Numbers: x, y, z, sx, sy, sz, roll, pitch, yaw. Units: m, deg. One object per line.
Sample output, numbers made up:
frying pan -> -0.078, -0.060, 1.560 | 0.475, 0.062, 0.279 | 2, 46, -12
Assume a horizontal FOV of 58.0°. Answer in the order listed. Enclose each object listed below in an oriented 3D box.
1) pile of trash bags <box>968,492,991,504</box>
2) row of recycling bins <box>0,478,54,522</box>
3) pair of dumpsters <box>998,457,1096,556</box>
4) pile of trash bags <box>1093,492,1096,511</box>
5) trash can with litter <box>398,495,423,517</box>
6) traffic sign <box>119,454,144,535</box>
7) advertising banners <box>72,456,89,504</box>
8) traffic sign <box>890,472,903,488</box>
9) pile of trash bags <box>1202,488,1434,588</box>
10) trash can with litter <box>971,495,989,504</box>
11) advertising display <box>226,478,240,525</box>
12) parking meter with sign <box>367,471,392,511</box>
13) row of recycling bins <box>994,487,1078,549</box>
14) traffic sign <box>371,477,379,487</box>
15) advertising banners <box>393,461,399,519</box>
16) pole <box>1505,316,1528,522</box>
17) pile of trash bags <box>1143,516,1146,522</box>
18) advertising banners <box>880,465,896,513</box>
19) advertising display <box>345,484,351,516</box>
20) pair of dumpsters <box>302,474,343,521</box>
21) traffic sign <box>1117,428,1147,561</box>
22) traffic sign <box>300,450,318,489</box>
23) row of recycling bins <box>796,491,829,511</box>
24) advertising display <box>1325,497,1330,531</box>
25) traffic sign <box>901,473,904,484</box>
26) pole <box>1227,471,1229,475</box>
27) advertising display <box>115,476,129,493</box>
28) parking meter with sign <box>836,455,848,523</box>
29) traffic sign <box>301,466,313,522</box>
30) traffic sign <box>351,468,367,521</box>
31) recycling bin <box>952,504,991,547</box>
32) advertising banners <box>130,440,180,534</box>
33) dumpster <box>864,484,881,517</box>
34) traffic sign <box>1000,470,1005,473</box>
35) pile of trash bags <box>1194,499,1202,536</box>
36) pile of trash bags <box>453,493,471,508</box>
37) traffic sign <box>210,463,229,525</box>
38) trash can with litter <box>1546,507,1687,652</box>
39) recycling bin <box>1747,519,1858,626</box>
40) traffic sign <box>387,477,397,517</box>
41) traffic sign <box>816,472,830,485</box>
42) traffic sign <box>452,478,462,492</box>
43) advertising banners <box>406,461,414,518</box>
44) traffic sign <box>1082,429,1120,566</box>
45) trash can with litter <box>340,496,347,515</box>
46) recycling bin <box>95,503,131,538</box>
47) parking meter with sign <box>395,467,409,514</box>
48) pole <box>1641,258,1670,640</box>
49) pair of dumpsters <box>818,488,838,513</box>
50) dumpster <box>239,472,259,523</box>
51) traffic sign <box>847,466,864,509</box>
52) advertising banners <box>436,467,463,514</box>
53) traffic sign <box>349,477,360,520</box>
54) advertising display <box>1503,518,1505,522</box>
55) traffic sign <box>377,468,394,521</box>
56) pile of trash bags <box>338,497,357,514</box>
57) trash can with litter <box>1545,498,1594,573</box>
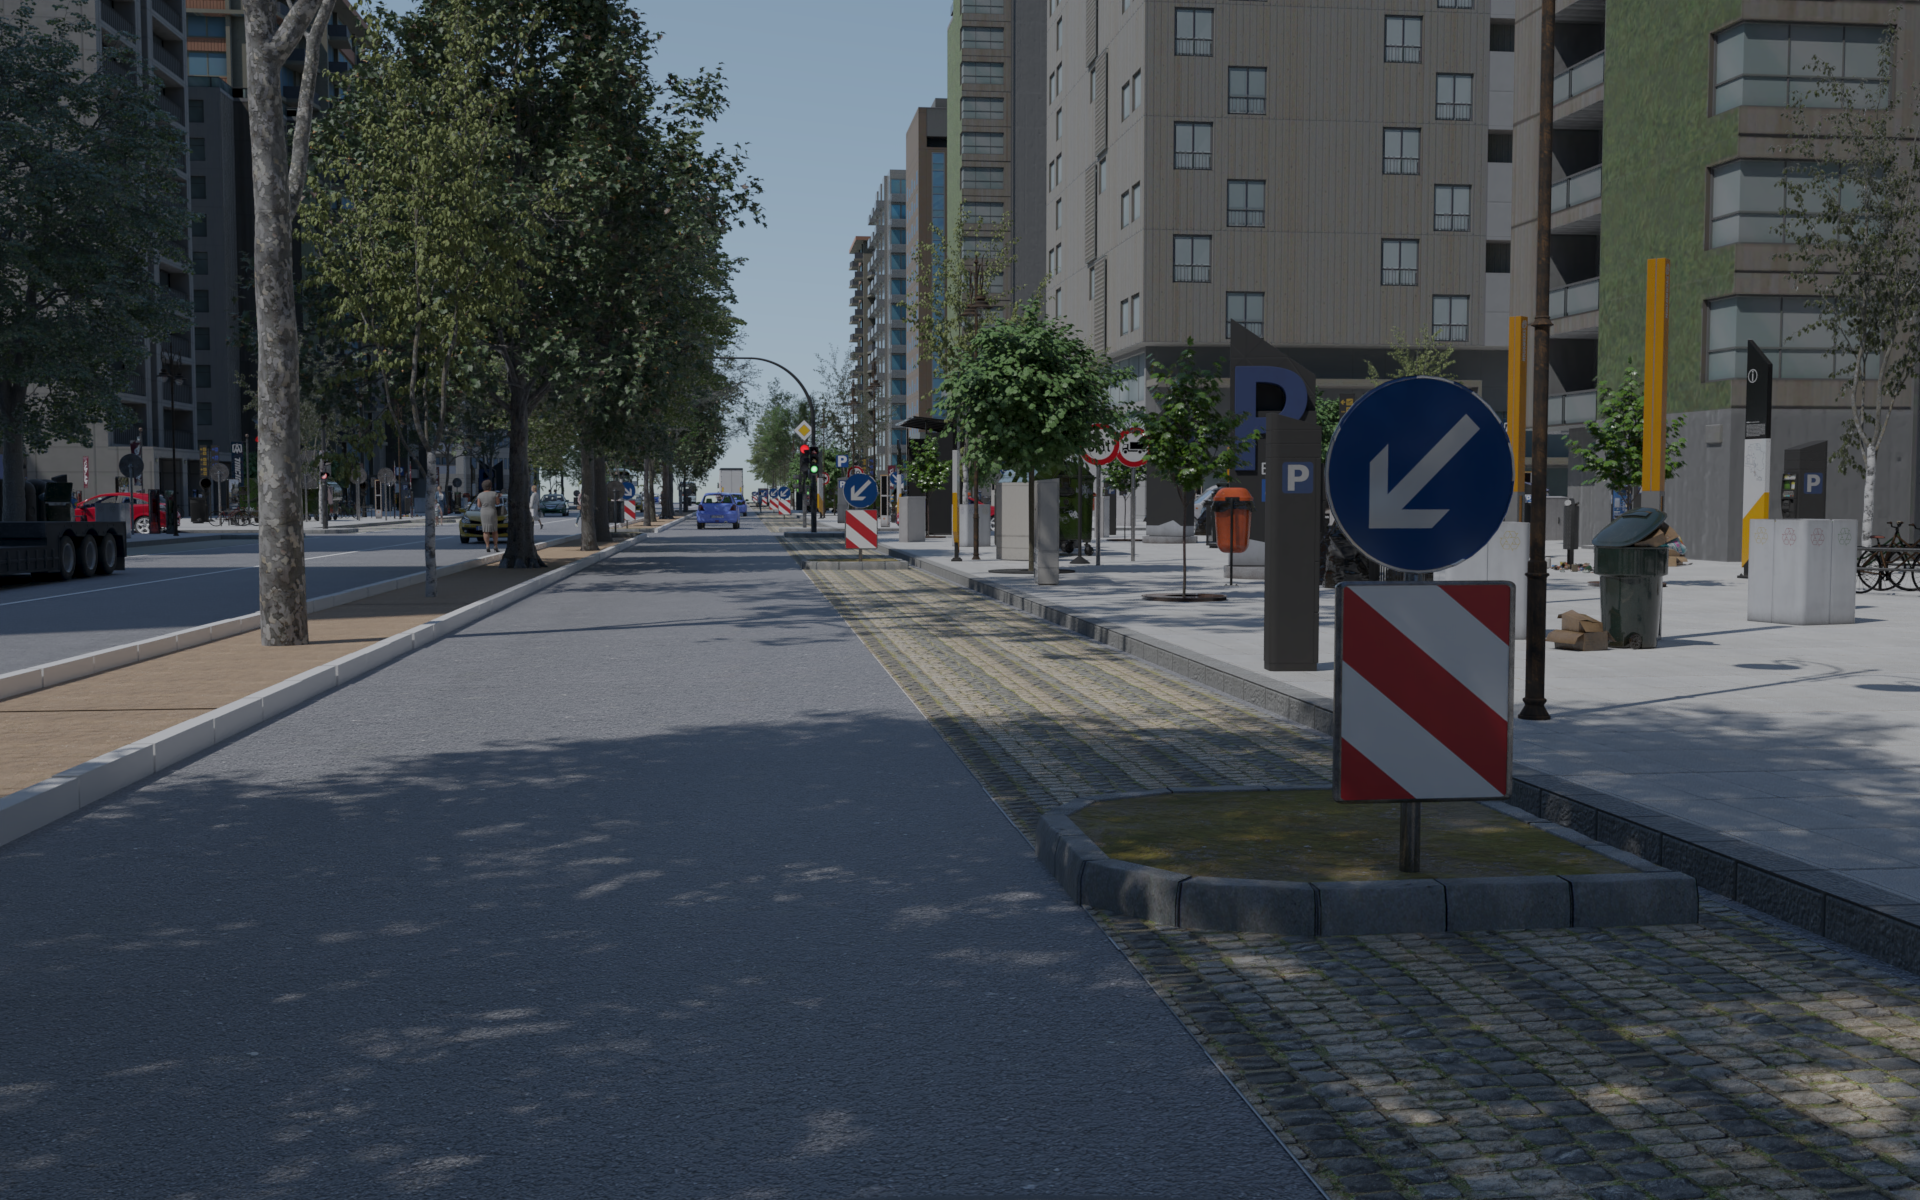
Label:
pile of trash bags -> 1.203, -5.081, 92.821 | 1.912, 1.369, 3.447 | -3, 4, -38
row of recycling bins -> -25.288, -2.430, 46.840 | 1.069, 1.692, 3.534 | 0, 4, -4
pair of dumpsters -> 1.880, -2.153, 37.703 | 1.574, 2.255, 4.437 | 0, 4, -7
pile of trash bags -> 5.699, -4.616, 85.220 | 1.912, 1.369, 3.447 | 3, 4, 36
trash can with litter -> -30.733, -5.272, 97.249 | 1.678, 1.210, 2.233 | 1, 4, 9
traffic sign -> -26.052, -3.325, 54.476 | 0.768, 2.556, 0.104 | 0, 4, -4
advertising banners -> -40.710, -5.126, 79.990 | 2.074, 3.025, 0.090 | 3, 4, 38
traffic sign -> -3.617, -6.018, 98.497 | 0.768, 2.556, 0.104 | 0, 4, 1
pile of trash bags -> 5.224, -0.881, 24.151 | 3.447, 1.369, 1.912 | 1, 4, 13
trash can with litter -> 1.146, -5.423, 99.722 | 2.233, 1.210, 1.678 | 2, 4, 28
advertising display -> -29.967, -4.048, 71.400 | 0.123, 1.923, 0.974 | 0, 4, 2
parking meter with sign -> -42.909, -8.059, 128.028 | 1.738, 3.016, 0.543 | -1, 4, -16
row of recycling bins -> 1.817, -2.149, 42.244 | 1.069, 1.692, 3.534 | -2, 4, -24
traffic sign -> -35.644, -6.335, 105.712 | 0.606, 2.300, 0.079 | 0, 4, 1
advertising banners -> -29.480, -5.755, 90.288 | 0.090, 3.025, 2.074 | -1, 4, -16
pole -> 6.415, -1.599, 19.990 | 0.158, 3.312, 0.155 | 0, 3, 0
pile of trash bags -> 9.814, -4.250, 79.237 | 1.912, 1.369, 3.447 | -1, 4, -21
advertising banners -> -4.859, -6.622, 104.455 | 2.074, 3.025, 0.090 | -1, 4, -12
advertising display -> -35.889, -5.893, 101.567 | 0.123, 1.923, 0.974 | -1, 4, -10
pair of dumpsters -> -30.962, -4.941, 83.275 | 1.574, 2.255, 4.437 | 0, 4, -7
traffic sign -> 3.302, -2.011, 32.990 | 0.768, 2.556, 0.104 | 0, 4, -2
traffic sign -> -31.020, -5.303, 80.584 | 2.265, 3.308, 0.079 | 0, 4, 0
row of recycling bins -> -11.547, -7.846, 135.389 | 3.534, 1.692, 1.069 | 3, 5, 43
advertising display -> 8.953, -2.309, 42.968 | 0.974, 1.923, 0.123 | 0, 4, -7
traffic sign -> -3.651, -6.224, 101.876 | 0.768, 2.556, 0.104 | 0, 4, -3
pole -> 11.712, -4.983, 75.319 | 0.158, 3.312, 0.155 | 0, 3, 0
advertising display -> -30.649, -3.558, 63.391 | 0.123, 1.923, 0.974 | 0, 4, -5
parking meter with sign -> -5.211, -4.909, 76.524 | 0.543, 3.016, 1.738 | 0, 4, -3
traffic sign -> -29.711, -4.806, 78.681 | 0.768, 2.556, 0.104 | 0, 4, -1
traffic sign -> -28.767, -5.062, 82.864 | 0.768, 2.556, 0.104 | 0, 4, -2
recycling bin -> 0.276, -1.820, 42.316 | 0.722, 1.027, 0.722 | -2, 4, -30
advertising banners -> -25.930, -3.642, 55.732 | 2.074, 3.025, 0.090 | 2, 4, 24
dumpster -> -5.040, -5.670, 95.202 | 1.502, 2.255, 1.985 | 0, 4, -7
traffic sign -> 1.642, -3.438, 56.317 | 0.768, 2.556, 0.104 | 0, 4, -4
pile of trash bags -> 8.589, -2.751, 54.734 | 1.912, 1.369, 3.447 | 1, 4, 22
pile of trash bags -> -38.814, -7.464, 131.796 | 1.912, 1.369, 3.447 | 3, 5, 42
traffic sign -> -30.614, -4.373, 71.608 | 0.768, 2.556, 0.104 | 0, 4, -6
trash can with litter -> 5.416, -0.180, 14.325 | 1.055, 1.170, 0.624 | -2, 4, -28
recycling bin -> 8.403, -0.290, 17.288 | 0.722, 1.027, 0.722 | -1, 4, -20
traffic sign -> -31.323, -5.748, 95.167 | 0.795, 2.450, 0.064 | 0, 4, -3
traffic sign -> -7.874, -6.090, 99.676 | 0.768, 2.556, 0.104 | 0, 4, -4
traffic sign -> -39.457, -8.307, 135.921 | 0.768, 2.556, 0.104 | 0, 4, -2
advertising banners -> -29.453, -5.921, 93.003 | 0.090, 3.025, 2.074 | -1, 4, -14
traffic sign -> 2.480, -1.890, 31.014 | 0.768, 2.556, 0.104 | 0, 4, 1
trash can with litter -> -37.754, -5.813, 106.106 | 1.678, 1.210, 2.233 | 0, 4, -1
recycling bin -> -24.419, -2.286, 49.937 | 0.722, 1.027, 0.722 | 0, 4, -1
parking meter with sign -> -35.748, -7.031, 111.224 | 0.543, 3.016, 1.738 | -2, 4, -34
pole -> 6.063, -1.302, 15.125 | 0.158, 3.312, 0.155 | 0, 3, 0
pair of dumpsters -> -8.904, -7.020, 117.270 | 1.574, 2.255, 4.437 | 0, 4, -7
dumpster -> -31.574, -4.556, 76.978 | 1.502, 2.255, 1.985 | 0, 4, -7
traffic sign -> -4.672, -4.741, 77.626 | 0.768, 2.556, 0.104 | 0, 4, -3
advertising banners -> -32.850, -7.018, 110.930 | 2.074, 3.025, 0.090 | -3, 5, -43
traffic sign -> -30.059, -5.273, 86.322 | 0.768, 2.556, 0.104 | 0, 4, -3
advertising display -> 10.948, -1.789, 34.460 | 0.123, 1.923, 0.974 | 0, 4, 8
traffic sign -> -27.773, -5.116, 83.747 | 0.768, 2.556, 0.104 | 0, 4, -4
pile of trash bags -> -40.758, -6.259, 112.094 | 1.912, 1.369, 3.447 | 2, 4, 26
trash can with litter -> 10.214, -1.107, 29.155 | 1.678, 1.210, 2.233 | 1, 4, 13
